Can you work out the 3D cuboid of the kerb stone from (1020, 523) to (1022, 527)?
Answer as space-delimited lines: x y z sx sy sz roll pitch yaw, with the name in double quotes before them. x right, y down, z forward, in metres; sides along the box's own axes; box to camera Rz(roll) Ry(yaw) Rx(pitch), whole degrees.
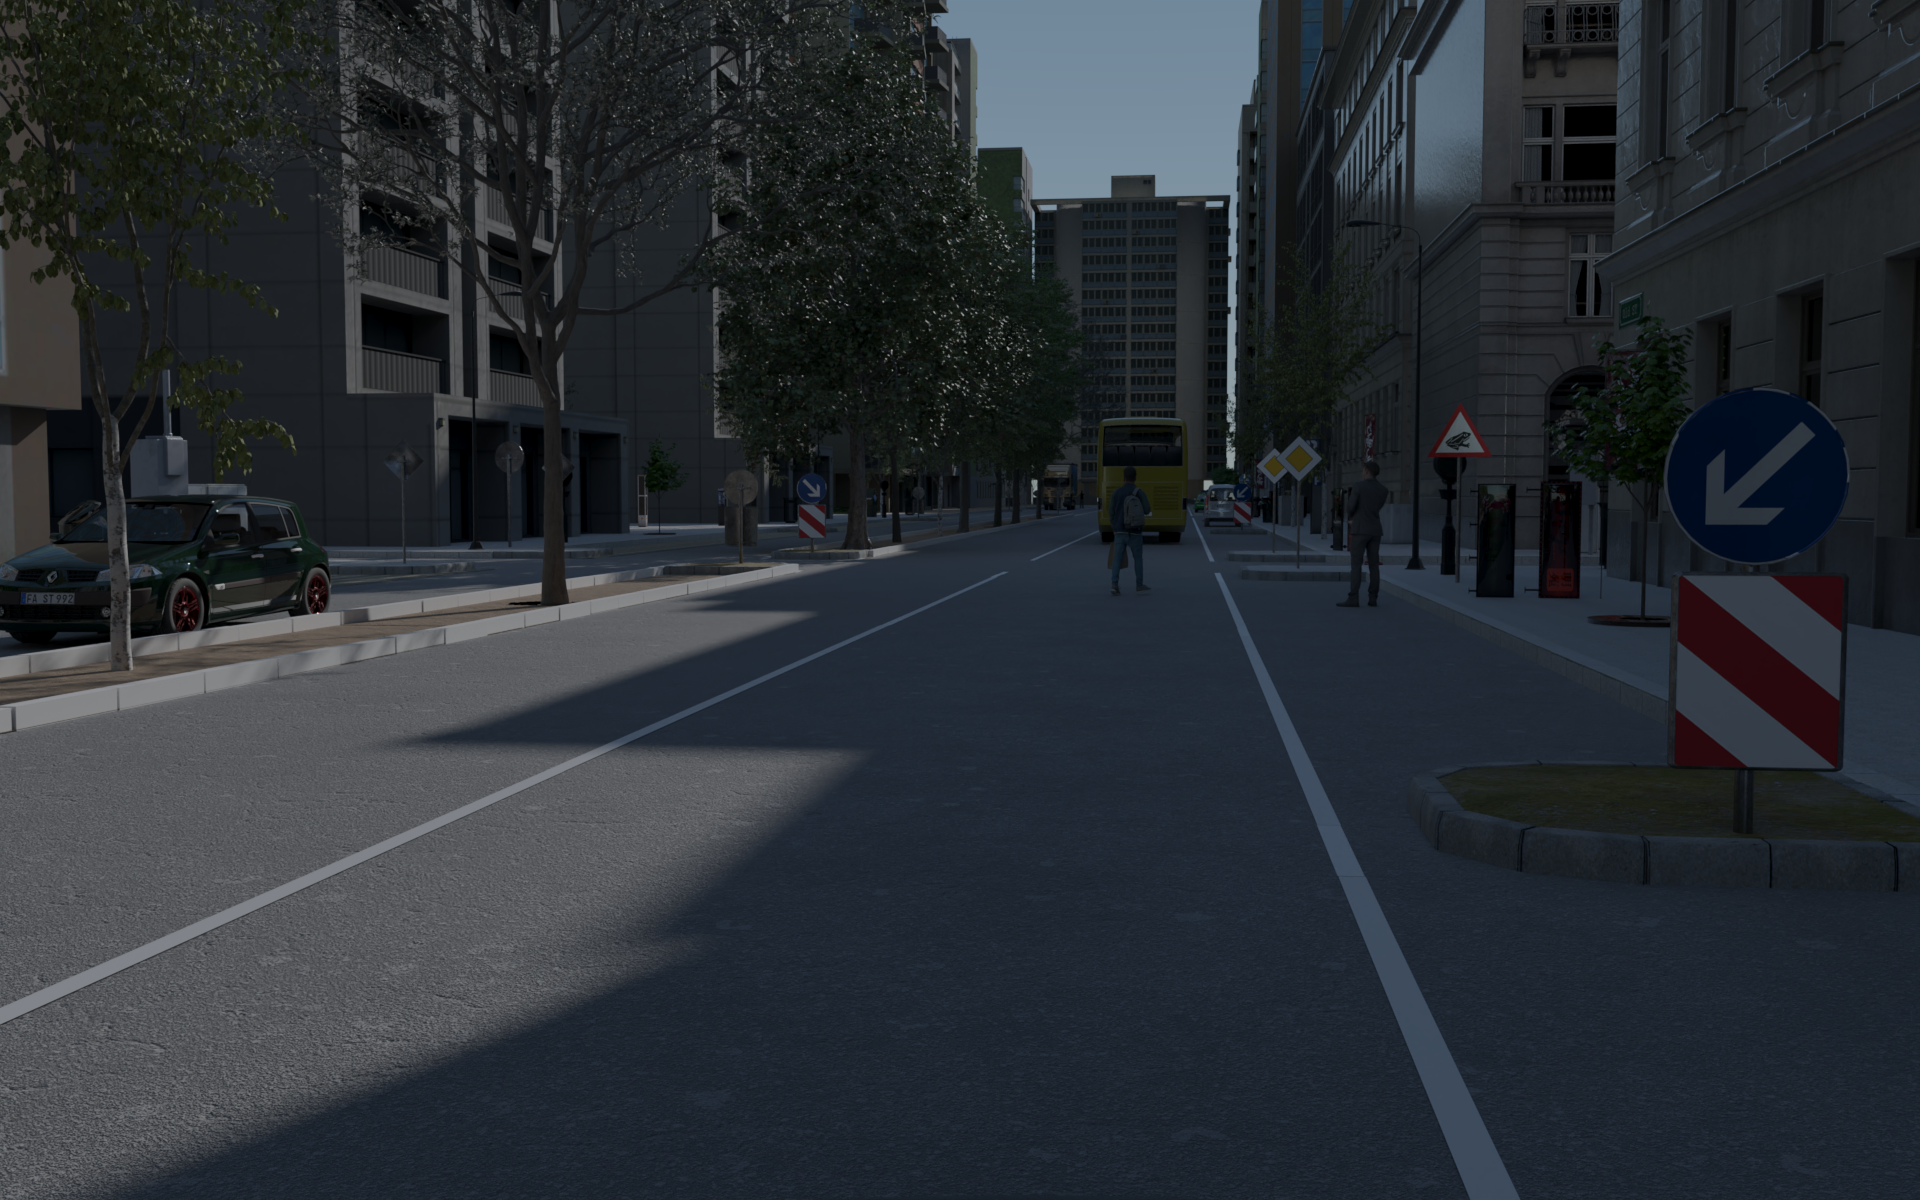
"kerb stone" 2.471 -3.203 74.562 0.120 0.150 1.000 0 4 7

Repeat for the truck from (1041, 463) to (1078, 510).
"truck" 9.076 -10.261 156.675 2.839 4.237 11.283 0 4 7

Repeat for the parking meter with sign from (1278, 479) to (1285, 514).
"parking meter with sign" 15.159 -5.232 81.802 0.543 3.016 1.738 1 4 13

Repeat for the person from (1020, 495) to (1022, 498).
"person" 4.990 -8.254 144.930 0.593 1.643 0.415 3 5 41

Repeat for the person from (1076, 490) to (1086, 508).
"person" 12.370 -10.215 175.531 1.348 1.822 0.705 2 4 30

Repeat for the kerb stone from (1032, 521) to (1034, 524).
"kerb stone" 3.247 -3.577 80.680 0.120 0.150 1.000 0 4 7

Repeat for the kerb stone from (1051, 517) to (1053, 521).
"kerb stone" 4.687 -4.259 91.887 0.120 0.150 1.000 0 4 7

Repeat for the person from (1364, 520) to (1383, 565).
"person" 8.139 -1.578 34.315 0.388 1.821 0.555 3 4 38

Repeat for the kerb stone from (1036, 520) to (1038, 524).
"kerb stone" 3.509 -3.701 82.713 0.120 0.150 1.000 0 4 7

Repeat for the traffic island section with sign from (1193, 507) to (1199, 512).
"traffic island section with sign" 23.359 -9.646 166.334 1.989 1.847 2.006 0 4 7

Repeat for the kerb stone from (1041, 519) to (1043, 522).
"kerb stone" 3.898 -3.878 85.774 0.120 0.150 1.000 0 4 7

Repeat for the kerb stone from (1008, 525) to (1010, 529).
"kerb stone" 1.797 -2.892 69.485 0.120 0.150 1.000 0 4 7

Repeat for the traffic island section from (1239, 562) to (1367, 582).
"traffic island section" 5.848 -0.464 29.870 2.009 0.180 2.903 0 4 7

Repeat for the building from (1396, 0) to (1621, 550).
"building" 24.011 -12.331 43.418 24.055 21.916 13.314 0 4 7

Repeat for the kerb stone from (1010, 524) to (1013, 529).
"kerb stone" 1.934 -2.953 70.499 0.120 0.150 1.000 0 4 7

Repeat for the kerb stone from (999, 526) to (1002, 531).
"kerb stone" 1.417 -2.706 66.434 0.120 0.150 1.000 0 4 7

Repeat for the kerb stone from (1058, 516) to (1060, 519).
"kerb stone" 5.335 -4.570 96.967 0.120 0.150 1.000 0 4 7

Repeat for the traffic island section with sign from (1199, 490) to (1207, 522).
"traffic island section with sign" 13.532 -4.956 89.658 1.989 1.847 2.006 0 4 7

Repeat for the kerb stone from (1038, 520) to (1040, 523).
"kerb stone" 3.642 -3.757 83.733 0.120 0.150 1.000 0 4 7

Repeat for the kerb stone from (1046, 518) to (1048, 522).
"kerb stone" 4.292 -4.069 88.832 0.120 0.150 1.000 0 4 7

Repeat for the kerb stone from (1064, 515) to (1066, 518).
"kerb stone" 5.986 -4.884 102.060 0.120 0.150 1.000 0 4 7

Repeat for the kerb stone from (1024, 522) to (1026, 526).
"kerb stone" 2.720 -3.323 76.605 0.120 0.150 1.000 0 4 7

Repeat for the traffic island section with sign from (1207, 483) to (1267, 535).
"traffic island section with sign" 9.999 -3.276 62.190 1.989 1.847 2.006 0 4 7

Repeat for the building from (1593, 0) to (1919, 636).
"building" 15.167 -13.910 3.850 17.030 29.872 44.131 0 4 7

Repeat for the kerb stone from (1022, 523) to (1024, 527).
"kerb stone" 2.589 -3.265 75.586 0.120 0.150 1.000 0 4 7

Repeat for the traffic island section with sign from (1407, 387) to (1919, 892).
"traffic island section with sign" 2.959 0.085 7.244 1.989 1.847 2.006 0 4 7

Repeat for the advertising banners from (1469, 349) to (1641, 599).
"advertising banners" 7.335 -1.530 21.209 2.074 3.025 0.090 1 4 14

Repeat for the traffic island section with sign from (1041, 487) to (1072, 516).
"traffic island section with sign" 6.378 -6.430 113.263 2.006 1.907 1.989 0 4 7

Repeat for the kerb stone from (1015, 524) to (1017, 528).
"kerb stone" 2.195 -3.076 72.535 0.120 0.150 1.000 0 4 7

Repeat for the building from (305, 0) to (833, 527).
"building" -17.264 -39.517 84.362 20.563 71.187 20.611 0 4 7

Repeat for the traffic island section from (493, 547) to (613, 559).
"traffic island section" -9.246 -1.075 39.854 2.009 0.180 2.903 0 4 7

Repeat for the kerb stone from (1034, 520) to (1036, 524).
"kerb stone" 3.371 -3.637 81.695 0.120 0.150 1.000 0 4 7

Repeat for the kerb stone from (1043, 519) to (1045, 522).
"kerb stone" 4.033 -3.951 86.798 0.120 0.150 1.000 0 4 7

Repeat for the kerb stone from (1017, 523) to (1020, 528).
"kerb stone" 2.333 -3.141 73.548 0.120 0.150 1.000 0 4 7

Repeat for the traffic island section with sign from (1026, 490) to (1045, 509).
"traffic island section with sign" 7.458 -9.716 167.485 1.989 1.847 2.006 0 4 7

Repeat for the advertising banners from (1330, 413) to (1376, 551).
"advertising banners" 8.745 -2.589 38.522 0.090 3.025 2.074 -1 4 -13

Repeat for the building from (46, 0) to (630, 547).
"building" -21.500 -37.497 51.322 20.563 71.187 20.611 0 4 7

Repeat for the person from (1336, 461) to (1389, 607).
"person" 5.125 -0.845 22.128 0.655 1.846 0.447 -2 4 -24

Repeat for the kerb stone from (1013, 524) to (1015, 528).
"kerb stone" 2.067 -3.017 71.519 0.120 0.150 1.000 0 4 7

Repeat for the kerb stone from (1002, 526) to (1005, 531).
"kerb stone" 1.551 -2.768 67.447 0.120 0.150 1.000 0 4 7

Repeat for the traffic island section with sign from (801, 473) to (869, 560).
"traffic island section with sign" -3.174 -1.871 38.732 2.006 1.907 1.989 0 4 7

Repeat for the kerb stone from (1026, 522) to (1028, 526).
"kerb stone" 2.851 -3.390 77.627 0.120 0.150 1.000 0 4 7

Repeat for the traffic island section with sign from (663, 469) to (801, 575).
"traffic island section with sign" -4.126 -1.422 31.386 2.006 1.907 1.989 0 4 7

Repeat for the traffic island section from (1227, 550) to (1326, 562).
"traffic island section" 6.864 -0.949 37.790 2.009 0.180 2.903 0 4 7

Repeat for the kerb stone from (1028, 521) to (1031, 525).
"kerb stone" 2.988 -3.450 78.640 0.120 0.150 1.000 0 4 7

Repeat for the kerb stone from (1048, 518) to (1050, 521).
"kerb stone" 4.423 -4.137 89.845 0.120 0.150 1.000 0 4 7

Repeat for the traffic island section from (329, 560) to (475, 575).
"traffic island section" -10.262 -0.590 31.934 2.009 0.180 2.903 0 4 7

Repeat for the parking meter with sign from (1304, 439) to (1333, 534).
"parking meter with sign" 11.668 -3.633 55.658 0.543 3.016 1.738 3 4 37

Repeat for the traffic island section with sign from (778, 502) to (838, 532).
"traffic island section with sign" -5.677 -3.456 65.140 1.989 1.847 2.006 0 4 7

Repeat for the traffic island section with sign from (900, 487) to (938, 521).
"traffic island section with sign" -2.213 -5.100 92.016 1.989 1.847 2.006 0 4 7

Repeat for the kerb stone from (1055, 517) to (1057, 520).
"kerb stone" 5.075 -4.449 94.937 0.120 0.150 1.000 0 4 7

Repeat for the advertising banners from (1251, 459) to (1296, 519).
"advertising banners" 15.691 -5.515 86.350 2.074 3.025 0.090 1 4 23

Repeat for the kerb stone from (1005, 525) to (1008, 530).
"kerb stone" 1.683 -2.830 68.461 0.120 0.150 1.000 0 4 7

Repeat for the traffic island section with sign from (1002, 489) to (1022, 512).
"traffic island section with sign" 4.037 -8.081 140.747 1.989 1.847 2.006 0 4 7

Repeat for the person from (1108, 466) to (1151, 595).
"person" 2.354 -0.984 24.577 0.794 1.824 0.713 3 5 41
